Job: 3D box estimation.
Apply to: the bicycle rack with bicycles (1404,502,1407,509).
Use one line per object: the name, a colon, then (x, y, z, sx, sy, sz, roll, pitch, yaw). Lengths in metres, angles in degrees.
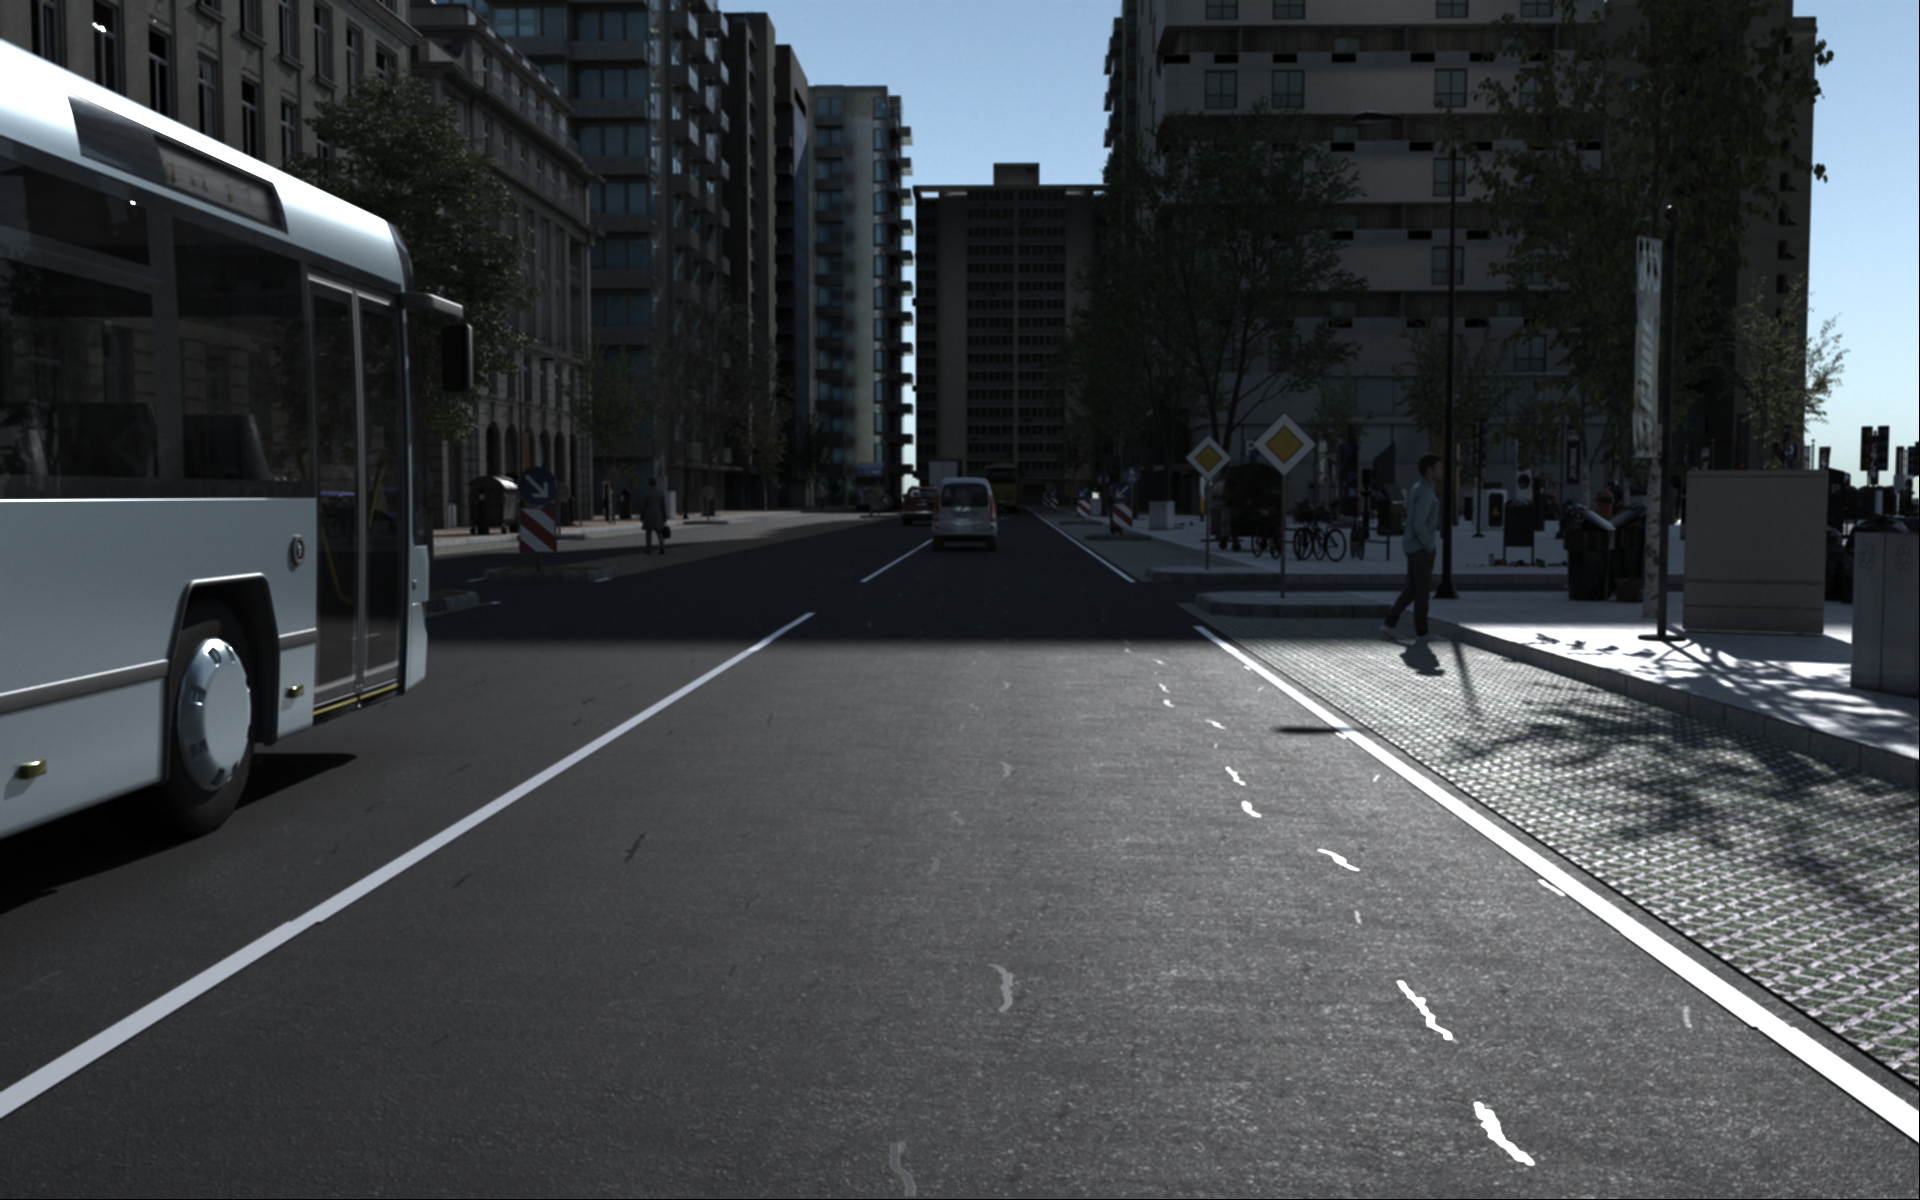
bicycle rack with bicycles: (19.630, -3.856, 76.431, 2.925, 0.926, 2.852, -1, 4, -14)

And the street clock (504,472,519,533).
street clock: (-14.896, -3.244, 57.608, 0.471, 2.002, 0.358, -2, 4, -32)

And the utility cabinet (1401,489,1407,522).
utility cabinet: (19.913, -4.304, 79.050, 0.318, 1.500, 1.173, -1, 4, -20)

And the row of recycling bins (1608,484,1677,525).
row of recycling bins: (29.123, -4.100, 74.145, 1.069, 1.692, 3.534, -2, 4, -24)

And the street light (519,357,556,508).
street light: (-14.385, -5.279, 58.845, 1.470, 5.913, 1.316, 0, 4, 2)

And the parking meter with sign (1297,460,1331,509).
parking meter with sign: (18.439, -5.740, 90.105, 1.738, 3.016, 0.543, 1, 4, 22)

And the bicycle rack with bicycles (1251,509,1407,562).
bicycle rack with bicycles: (7.171, -1.260, 33.978, 2.852, 0.926, 2.925, 0, 4, -5)

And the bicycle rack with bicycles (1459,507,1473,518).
bicycle rack with bicycles: (22.270, -4.242, 82.742, 2.852, 0.926, 2.925, -2, 4, -30)

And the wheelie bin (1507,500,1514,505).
wheelie bin: (27.474, -4.832, 86.911, 0.693, 1.594, 0.980, 2, 4, 24)

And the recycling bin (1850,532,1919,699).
recycling bin: (6.309, 0.083, 11.203, 0.722, 1.027, 0.722, 0, 4, -6)

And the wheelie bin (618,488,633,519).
wheelie bin: (-17.145, -4.952, 88.881, 0.693, 1.594, 0.980, 0, 4, -2)

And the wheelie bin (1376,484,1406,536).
wheelie bin: (13.223, -2.779, 53.351, 0.980, 1.594, 0.693, -2, 4, -30)

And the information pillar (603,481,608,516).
information pillar: (-20.197, -5.784, 99.054, 0.304, 2.012, 0.304, -3, 5, -43)

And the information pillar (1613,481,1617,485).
information pillar: (36.109, -5.582, 95.749, 0.304, 2.012, 0.304, 3, 4, 38)

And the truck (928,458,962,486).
truck: (-1.125, -9.338, 141.583, 2.839, 4.237, 11.283, 0, 4, 2)

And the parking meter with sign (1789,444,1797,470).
parking meter with sign: (29.903, -3.942, 60.708, 1.738, 3.016, 0.543, 0, 4, -4)

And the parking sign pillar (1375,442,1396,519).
parking sign pillar: (21.962, -6.207, 89.960, 1.447, 3.967, 1.447, -2, 4, -28)

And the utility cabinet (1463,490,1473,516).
utility cabinet: (29.855, -5.649, 101.040, 0.318, 1.500, 1.173, -1, 4, -21)

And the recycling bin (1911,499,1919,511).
recycling bin: (54.633, -5.265, 98.644, 0.722, 1.027, 0.722, -3, 5, -44)

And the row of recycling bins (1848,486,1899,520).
row of recycling bins: (48.098, -5.225, 92.544, 3.534, 1.692, 1.069, 1, 4, 17)

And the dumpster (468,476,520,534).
dumpster: (-15.030, -3.066, 55.889, 1.264, 1.857, 1.865, 0, 4, 2)

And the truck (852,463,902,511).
truck: (-7.164, -10.041, 153.926, 2.967, 4.110, 18.799, 0, 4, 3)

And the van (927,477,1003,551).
van: (0.129, -2.328, 45.080, 2.013, 2.044, 4.112, 0, 4, 0)

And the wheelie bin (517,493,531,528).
wheelie bin: (-16.654, -3.549, 65.942, 0.693, 1.594, 0.980, 0, 4, -7)

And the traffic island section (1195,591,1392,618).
traffic island section: (3.996, 0.056, 21.360, 2.009, 0.180, 2.903, 0, 4, 2)

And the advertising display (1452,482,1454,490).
advertising display: (25.699, -5.222, 90.588, 0.123, 1.923, 0.974, 1, 4, 21)

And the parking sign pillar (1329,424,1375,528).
parking sign pillar: (14.760, -4.725, 65.729, 1.447, 3.967, 1.447, 0, 4, 1)

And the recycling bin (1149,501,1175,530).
recycling bin: (7.179, -3.001, 61.622, 0.722, 1.027, 0.722, 2, 4, 29)

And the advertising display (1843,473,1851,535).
advertising display: (26.612, -2.915, 52.869, 0.974, 1.923, 0.123, 2, 4, 26)

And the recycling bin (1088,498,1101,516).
recycling bin: (7.932, -5.429, 101.326, 0.722, 1.027, 0.722, -1, 4, -11)

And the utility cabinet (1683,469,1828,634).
utility cabinet: (7.323, -0.445, 15.960, 1.173, 1.500, 0.318, 2, 4, 27)

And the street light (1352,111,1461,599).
street light: (5.457, -2.976, 21.193, 1.470, 5.913, 1.316, 0, 4, 2)

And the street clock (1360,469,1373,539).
street clock: (11.555, -2.734, 49.266, 0.358, 2.002, 0.471, 1, 4, 18)

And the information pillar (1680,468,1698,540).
information pillar: (20.370, -2.686, 48.402, 0.304, 2.012, 0.304, -2, 4, -30)

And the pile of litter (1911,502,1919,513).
pile of litter: (52.143, -4.908, 94.217, 1.176, 0.858, 1.719, 1, 4, 11)

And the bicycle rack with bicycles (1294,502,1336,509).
bicycle rack with bicycles: (15.067, -3.694, 73.784, 2.925, 0.926, 2.852, -3, 5, -42)

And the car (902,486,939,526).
car: (-1.583, -4.377, 80.241, 2.281, 1.827, 5.304, 0, 4, 2)

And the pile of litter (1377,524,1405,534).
pile of litter: (14.023, -2.544, 55.552, 1.719, 0.858, 1.176, -3, 4, -39)

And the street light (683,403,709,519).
street light: (-13.493, -7.088, 88.426, 1.470, 5.913, 1.316, 0, 4, 2)

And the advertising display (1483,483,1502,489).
advertising display: (29.754, -5.603, 96.827, 0.974, 1.923, 0.123, 2, 4, 23)

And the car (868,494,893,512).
car: (-6.470, -8.066, 142.107, 2.015, 1.641, 3.980, 0, 4, 3)

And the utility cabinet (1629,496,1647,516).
utility cabinet: (23.218, -2.942, 59.266, 0.306, 1.237, 1.020, 0, 4, -1)

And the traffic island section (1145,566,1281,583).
traffic island section: (4.212, -0.432, 29.342, 2.009, 0.180, 2.903, 0, 4, 2)

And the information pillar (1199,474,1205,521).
information pillar: (11.405, -5.522, 81.643, 0.183, 3.616, 0.504, 2, 4, 26)

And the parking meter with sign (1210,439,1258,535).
parking meter with sign: (8.623, -3.567, 54.589, 1.738, 3.016, 0.543, -3, 5, -40)

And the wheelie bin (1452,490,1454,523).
wheelie bin: (21.645, -4.197, 76.529, 0.693, 1.594, 0.980, 1, 4, 13)
